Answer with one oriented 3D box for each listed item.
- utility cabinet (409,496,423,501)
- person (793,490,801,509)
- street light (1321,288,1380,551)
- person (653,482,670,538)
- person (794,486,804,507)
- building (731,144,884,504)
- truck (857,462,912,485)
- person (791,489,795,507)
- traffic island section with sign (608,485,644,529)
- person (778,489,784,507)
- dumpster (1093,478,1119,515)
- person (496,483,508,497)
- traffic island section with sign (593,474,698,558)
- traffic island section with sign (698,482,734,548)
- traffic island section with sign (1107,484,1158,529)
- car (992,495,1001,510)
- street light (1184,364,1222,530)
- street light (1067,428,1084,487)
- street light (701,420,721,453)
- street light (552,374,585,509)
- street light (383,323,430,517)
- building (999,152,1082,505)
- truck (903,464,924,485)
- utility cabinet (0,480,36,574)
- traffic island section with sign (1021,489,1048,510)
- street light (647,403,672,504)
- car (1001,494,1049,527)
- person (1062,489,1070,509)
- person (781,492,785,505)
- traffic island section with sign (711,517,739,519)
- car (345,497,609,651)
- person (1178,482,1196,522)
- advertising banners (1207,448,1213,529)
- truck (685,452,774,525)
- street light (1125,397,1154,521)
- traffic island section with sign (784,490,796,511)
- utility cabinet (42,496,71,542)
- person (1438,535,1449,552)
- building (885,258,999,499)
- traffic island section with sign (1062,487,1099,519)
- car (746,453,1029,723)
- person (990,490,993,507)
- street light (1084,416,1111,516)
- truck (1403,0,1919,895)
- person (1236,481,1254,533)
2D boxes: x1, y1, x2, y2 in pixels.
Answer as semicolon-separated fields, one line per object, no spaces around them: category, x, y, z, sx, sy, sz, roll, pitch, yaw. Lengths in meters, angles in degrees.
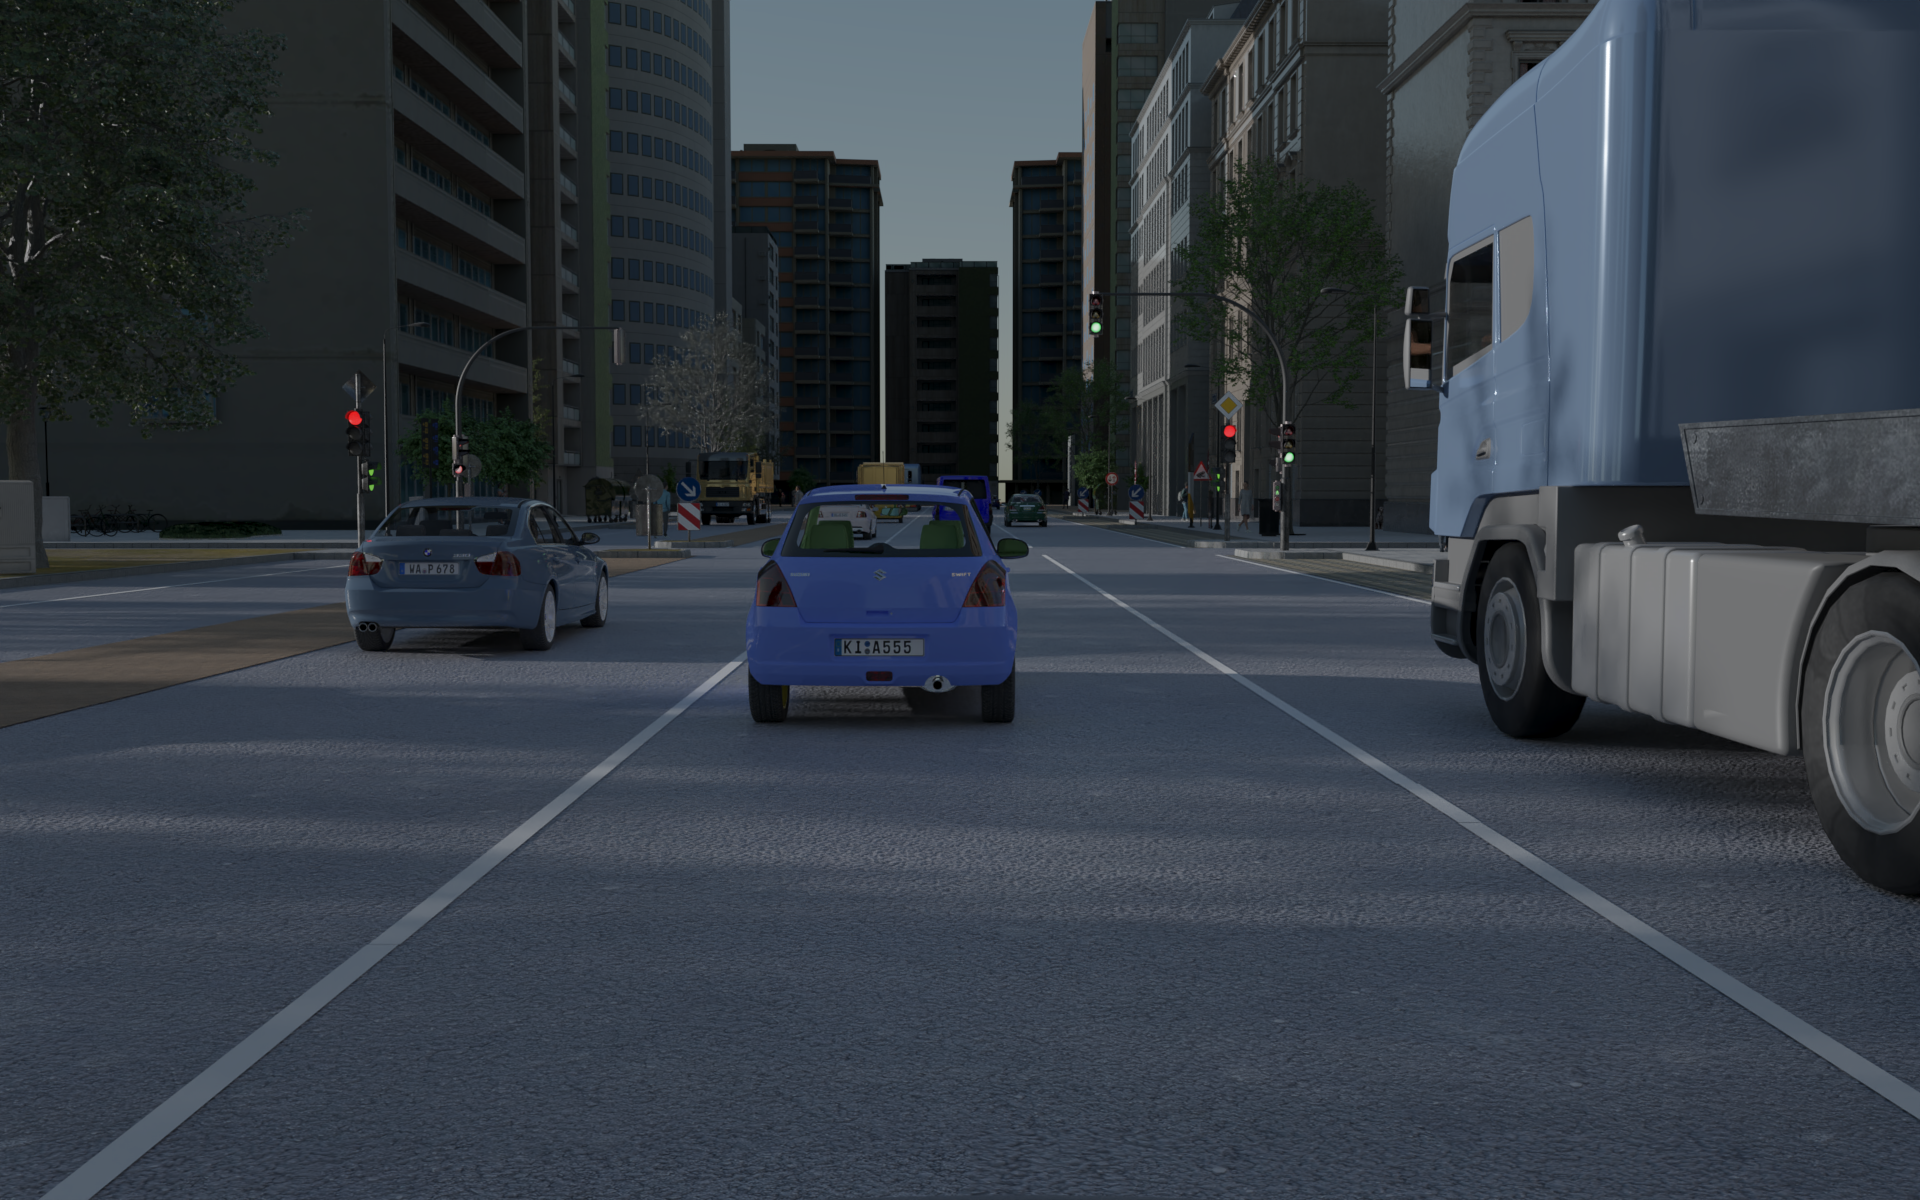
utility cabinet;-15.730;-2.382;50.107;0.306;1.237;1.020;-1;4;-11
person;-8.700;-5.169;93.370;0.532;1.782;0.716;2;4;29
street light;8.816;-4.073;39.135;1.470;5.913;1.316;0;4;0
person;-9.682;-2.911;56.120;0.660;1.820;0.620;1;4;18
person;-8.051;-4.833;87.371;0.795;1.843;0.661;2;4;29
building;-24.341;-34.541;219.362;28.867;44.769;22.147;0;4;0
truck;-4.694;-6.675;105.056;3.469;3.379;9.791;0;4;-1
person;-16.706;-10.245;173.995;0.568;1.767;0.683;-2;4;-35
traffic island section with sign;-13.478;-3.885;72.142;1.989;1.847;2.006;0;4;0
person;-17.864;-10.181;173.029;0.721;1.766;1.217;-2;4;-28
dumpster;8.965;-6.347;106.274;1.502;2.255;1.985;0;4;0
person;-19.411;-4.106;73.526;0.532;1.782;0.716;-1;4;-8
traffic island section with sign;-7.193;-1.917;39.483;2.006;1.907;1.989;0;4;0
traffic island section with sign;-7.240;-2.370;46.890;2.006;1.907;1.989;0;4;0
traffic island section with sign;7.134;-3.872;71.939;1.989;1.847;2.006;0;4;0
car;2.828;-9.061;160.734;1.945;1.354;3.894;0;4;0
street light;8.708;-5.473;62.029;1.470;5.913;1.316;0;4;0
street light;8.223;-9.165;122.383;1.470;5.913;1.316;0;4;0
street light;-15.572;-8.294;108.151;1.470;5.913;1.316;0;4;0
street light;-15.226;-5.791;67.219;1.470;5.913;1.316;0;4;0
street light;-15.036;-4.556;47.025;1.470;5.913;1.316;0;4;0
building;19.245;-34.591;220.183;28.867;44.769;22.147;0;4;0
truck;-4.679;-9.742;149.041;2.967;4.110;18.799;0;4;0
utility cabinet;-15.308;-1.144;27.377;1.173;1.500;0.318;-3;4;-38
traffic island section with sign;6.540;-8.591;149.093;1.989;1.847;2.006;0;4;0
street light;-15.386;-7.083;88.348;1.470;5.913;1.316;0;4;0
car;2.908;-3.987;76.981;2.131;1.459;4.920;0;3;0
person;9.287;-8.881;151.695;0.683;1.767;0.568;-1;4;-8
person;-20.919;-11.868;204.006;0.593;1.643;0.415;-1;4;-14
traffic island section with sign;-13.693;-5.533;99.096;1.989;1.847;2.006;0;4;0
car;-4.656;-0.313;17.126;2.014;1.417;4.499;0;4;-2
person;10.535;-4.542;80.289;0.794;1.824;0.713;-3;4;-38
advertising banners;9.361;-4.199;64.843;0.090;3.025;2.074;0;4;4
truck;-10.710;-5.291;82.430;3.469;3.379;9.791;0;4;1
street light;8.566;-6.748;82.867;1.470;5.913;1.316;0;4;0
traffic island section with sign;-14.076;-8.582;148.943;1.989;1.847;2.006;0;4;0
utility cabinet;-24.605;-2.177;46.762;1.020;1.237;0.306;-1;4;-20
person;10.754;-1.942;38.216;0.576;1.772;0.534;0;4;-2
building;-2.318;-27.136;215.369;14.107;30.474;14.160;0;4;0
traffic island section with sign;6.918;-5.566;99.636;1.989;1.847;2.006;0;4;0
car;-0.474;-0.157;12.159;1.945;1.707;3.694;0;4;0
person;1.580;-5.338;95.965;0.537;1.800;0.526;2;4;33
street light;8.308;-7.956;102.624;1.470;5.913;1.316;0;4;0
truck;4.535;-0.813;3.052;2.967;4.110;18.799;0;4;-1
person;9.497;-3.122;57.836;0.466;1.731;0.760;-3;5;-41
